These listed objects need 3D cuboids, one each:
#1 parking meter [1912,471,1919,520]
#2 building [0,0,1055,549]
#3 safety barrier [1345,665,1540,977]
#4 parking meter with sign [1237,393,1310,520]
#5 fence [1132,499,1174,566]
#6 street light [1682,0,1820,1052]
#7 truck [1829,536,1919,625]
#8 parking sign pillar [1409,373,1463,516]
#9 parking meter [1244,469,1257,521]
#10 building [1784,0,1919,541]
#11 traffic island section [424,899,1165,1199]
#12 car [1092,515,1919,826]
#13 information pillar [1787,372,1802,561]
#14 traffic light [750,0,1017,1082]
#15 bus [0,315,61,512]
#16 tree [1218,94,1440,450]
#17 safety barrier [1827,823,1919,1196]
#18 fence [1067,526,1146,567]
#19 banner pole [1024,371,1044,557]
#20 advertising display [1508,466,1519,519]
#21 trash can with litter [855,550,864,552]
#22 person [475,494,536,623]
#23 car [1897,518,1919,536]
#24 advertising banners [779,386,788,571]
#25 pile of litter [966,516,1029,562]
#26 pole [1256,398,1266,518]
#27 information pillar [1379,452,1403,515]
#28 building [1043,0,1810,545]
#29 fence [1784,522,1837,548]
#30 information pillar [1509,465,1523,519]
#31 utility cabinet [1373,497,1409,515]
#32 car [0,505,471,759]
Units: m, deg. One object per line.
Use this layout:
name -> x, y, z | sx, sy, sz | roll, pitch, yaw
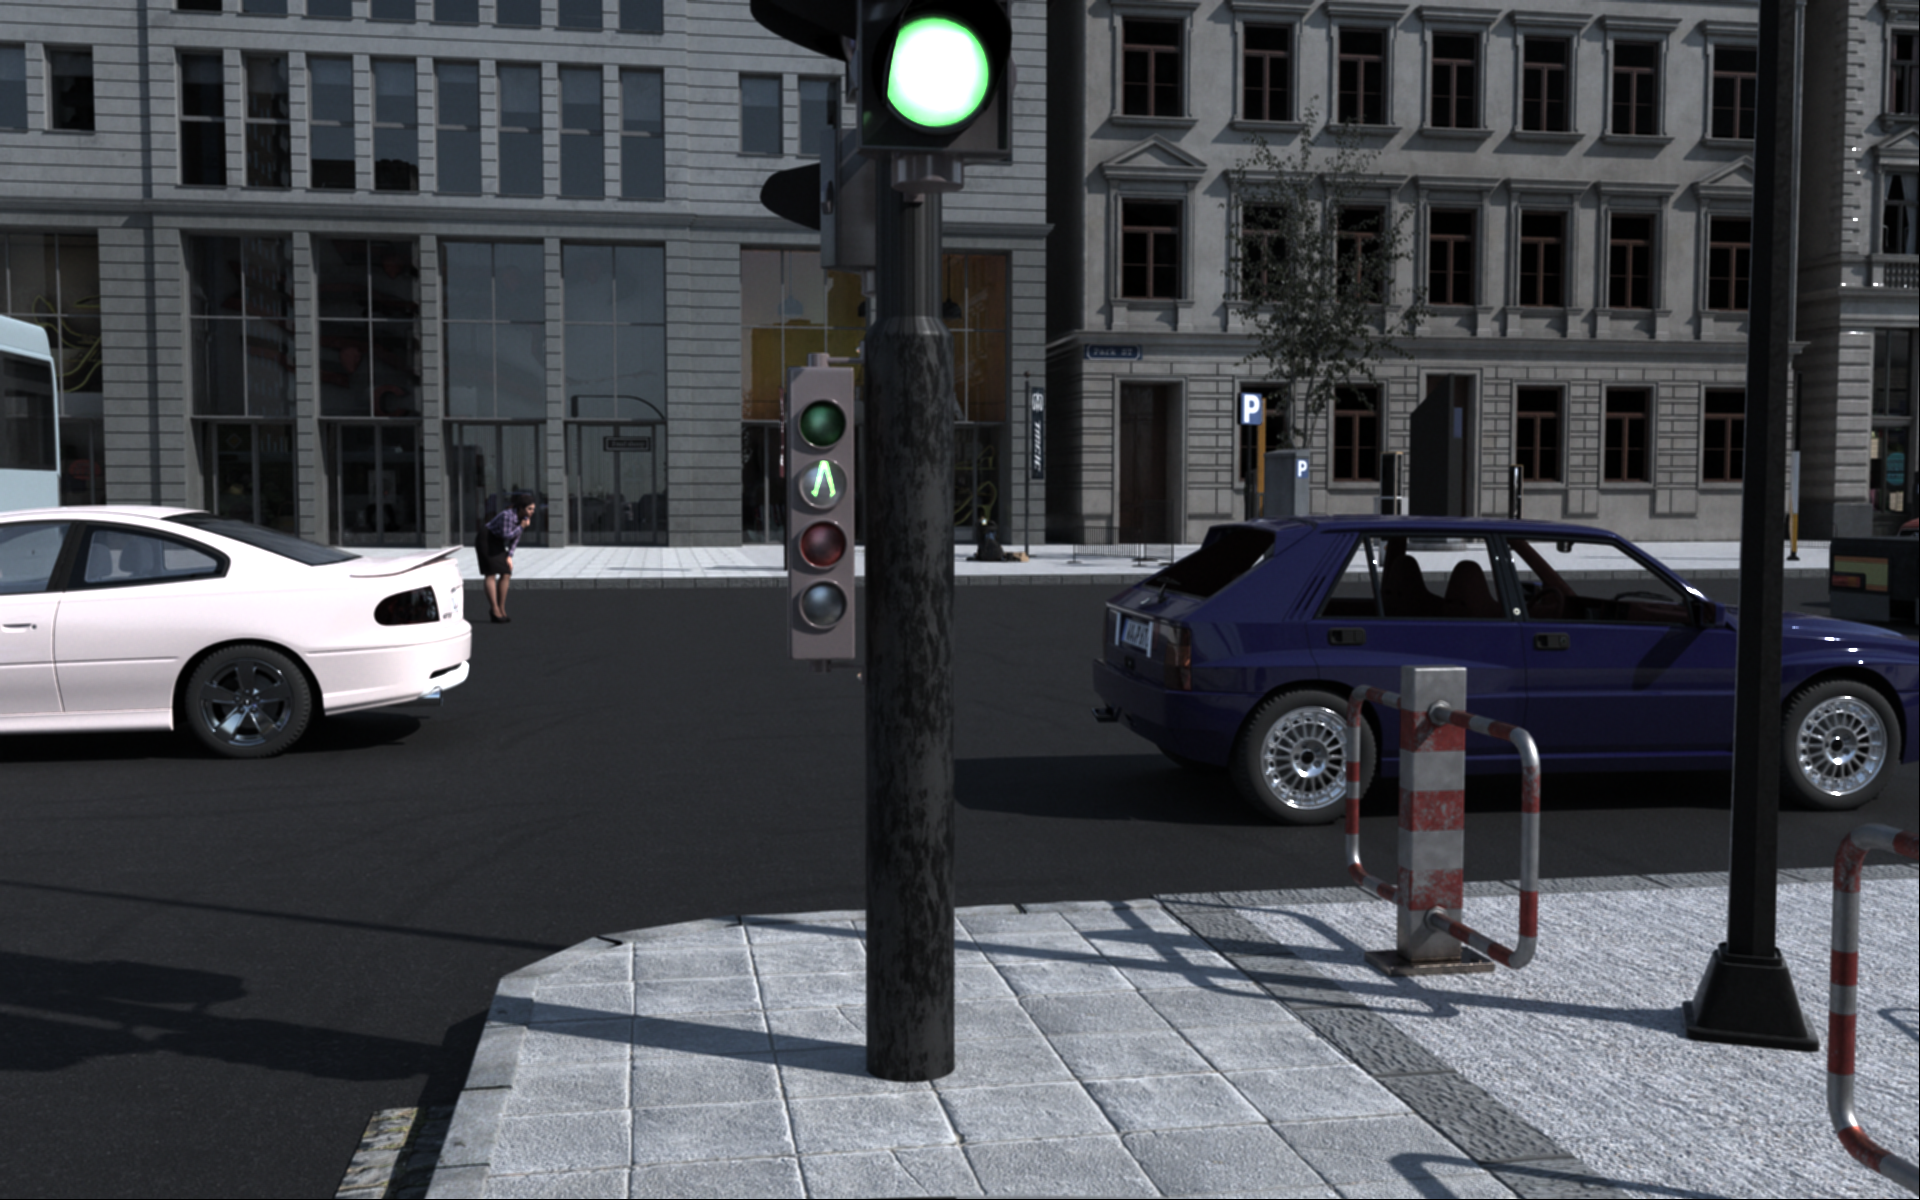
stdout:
parking meter -> 21.255, -1.988, 38.209 | 0.255, 1.863, 0.399 | -2, 4, -34
building -> -13.301, -16.373, 45.188 | 29.804, 29.767, 11.434 | -1, 4, -10
safety barrier -> 1.274, 0.587, 4.683 | 0.300, 0.817, 1.120 | -1, 4, -10
parking meter with sign -> 5.526, -2.023, 29.334 | 0.543, 3.016, 1.738 | -3, 5, -40
fence -> 3.689, -1.283, 32.181 | 0.480, 1.192, 2.264 | 0, 4, -7
street light -> 1.355, -1.917, 3.885 | 1.470, 5.913, 1.316 | -1, 4, -10
truck -> 19.293, -1.846, 19.937 | 18.799, 4.110, 2.967 | -1, 4, -10
parking sign pillar -> 10.779, -3.106, 39.263 | 1.447, 3.967, 1.447 | -2, 4, -26
parking meter -> 6.701, -2.070, 39.549 | 0.399, 1.863, 0.255 | -3, 4, -39
building -> 32.111, -13.699, 52.860 | 19.941, 23.489, 11.050 | -1, 4, -10
traffic island section -> -0.100, 1.124, 3.898 | 2.009, 0.180, 2.903 | -1, 4, -10
car -> 2.673, 0.254, 8.435 | 3.894, 1.354, 1.945 | 0, 4, -8
information pillar -> 16.194, -2.582, 33.578 | 0.183, 3.616, 0.504 | 1, 4, 18
traffic light -> -2.187, -1.750, 3.280 | 4.771, 5.953, 1.251 | -1, 4, -10
bus -> -16.387, -1.355, 17.016 | 13.247, 3.499, 2.948 | -1, 4, -11
tree -> 6.719, -5.061, 33.104 | 4.360, 8.622, 3.978 | 0, 3, 0
safety barrier -> 1.651, 0.719, 2.526 | 0.300, 0.817, 1.120 | -1, 4, -10
fence -> 2.655, -0.985, 31.481 | 0.278, 0.683, 2.069 | -2, 4, -32
banner pole -> 1.507, -2.788, 35.599 | 0.401, 3.779, 0.863 | 3, 4, 36
advertising display -> 12.680, -2.109, 39.692 | 0.123, 1.923, 0.974 | 1, 4, 23
trash can with litter -> -1.267, -1.667, 38.311 | 2.233, 1.210, 1.678 | 3, 4, 36
person -> -5.030, -0.459, 19.236 | 0.697, 1.427, 0.421 | 1, 4, 15
car -> 14.401, -0.808, 21.885 | 5.304, 1.827, 2.281 | -1, 4, -11
advertising banners -> -2.898, -2.016, 29.149 | 0.090, 3.025, 2.074 | 0, 4, 2
pile of litter -> 0.729, -1.185, 33.338 | 1.176, 0.858, 1.719 | 0, 4, -7
pole -> 6.400, -2.630, 36.846 | 0.158, 3.312, 0.155 | 0, 3, 0
information pillar -> 7.587, -1.592, 30.514 | 0.304, 2.012, 0.304 | 2, 4, 35
building -> 11.865, -13.042, 49.392 | 21.152, 22.565, 11.583 | -1, 4, -10
fence -> 17.561, -1.296, 36.567 | 0.278, 0.683, 2.069 | -2, 4, -31
information pillar -> 14.042, -2.403, 43.777 | 0.304, 2.012, 0.304 | 1, 4, 11
utility cabinet -> 10.588, -1.918, 42.524 | 0.306, 1.237, 1.020 | -2, 4, -25
car -> -5.316, 0.147, 9.966 | 4.827, 1.381, 2.083 | -1, 4, -10
